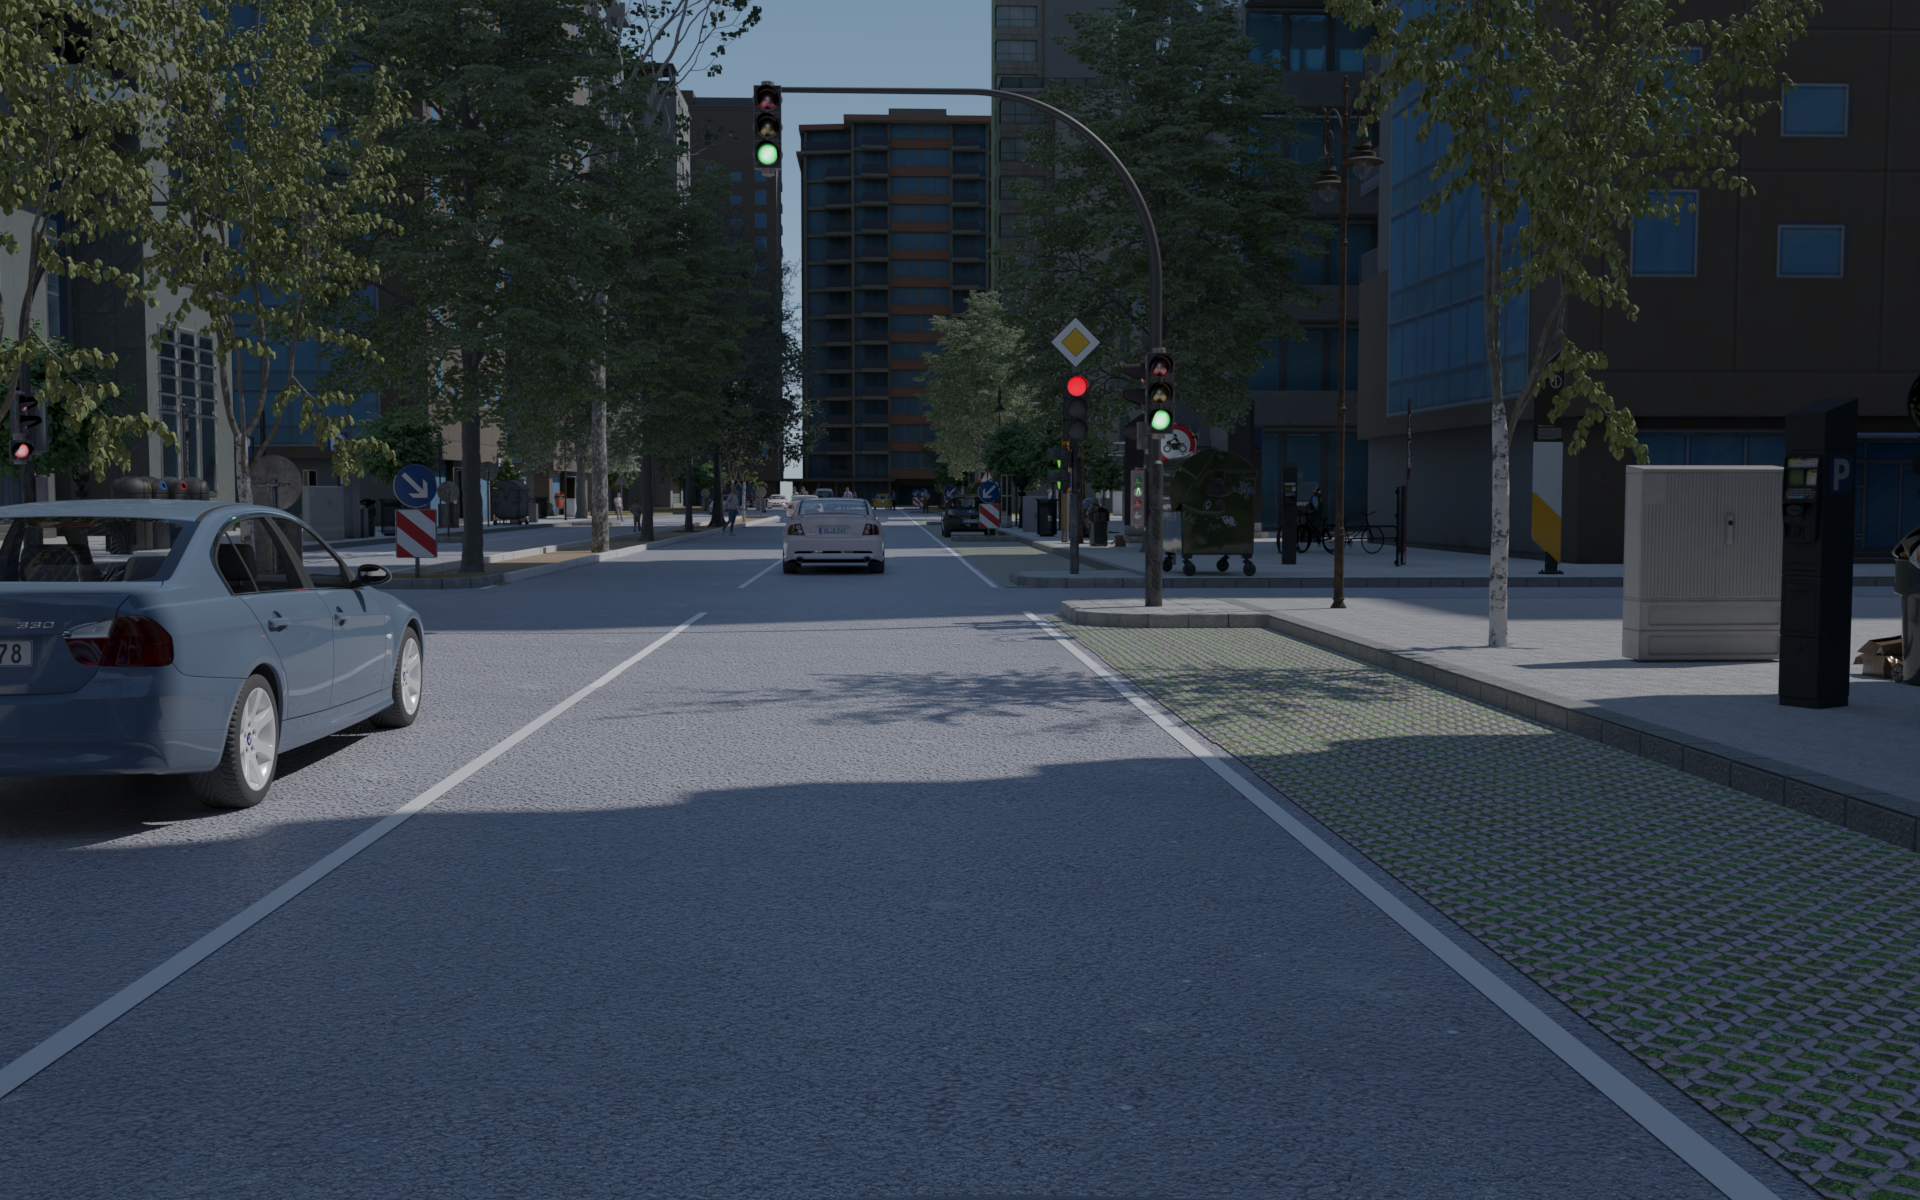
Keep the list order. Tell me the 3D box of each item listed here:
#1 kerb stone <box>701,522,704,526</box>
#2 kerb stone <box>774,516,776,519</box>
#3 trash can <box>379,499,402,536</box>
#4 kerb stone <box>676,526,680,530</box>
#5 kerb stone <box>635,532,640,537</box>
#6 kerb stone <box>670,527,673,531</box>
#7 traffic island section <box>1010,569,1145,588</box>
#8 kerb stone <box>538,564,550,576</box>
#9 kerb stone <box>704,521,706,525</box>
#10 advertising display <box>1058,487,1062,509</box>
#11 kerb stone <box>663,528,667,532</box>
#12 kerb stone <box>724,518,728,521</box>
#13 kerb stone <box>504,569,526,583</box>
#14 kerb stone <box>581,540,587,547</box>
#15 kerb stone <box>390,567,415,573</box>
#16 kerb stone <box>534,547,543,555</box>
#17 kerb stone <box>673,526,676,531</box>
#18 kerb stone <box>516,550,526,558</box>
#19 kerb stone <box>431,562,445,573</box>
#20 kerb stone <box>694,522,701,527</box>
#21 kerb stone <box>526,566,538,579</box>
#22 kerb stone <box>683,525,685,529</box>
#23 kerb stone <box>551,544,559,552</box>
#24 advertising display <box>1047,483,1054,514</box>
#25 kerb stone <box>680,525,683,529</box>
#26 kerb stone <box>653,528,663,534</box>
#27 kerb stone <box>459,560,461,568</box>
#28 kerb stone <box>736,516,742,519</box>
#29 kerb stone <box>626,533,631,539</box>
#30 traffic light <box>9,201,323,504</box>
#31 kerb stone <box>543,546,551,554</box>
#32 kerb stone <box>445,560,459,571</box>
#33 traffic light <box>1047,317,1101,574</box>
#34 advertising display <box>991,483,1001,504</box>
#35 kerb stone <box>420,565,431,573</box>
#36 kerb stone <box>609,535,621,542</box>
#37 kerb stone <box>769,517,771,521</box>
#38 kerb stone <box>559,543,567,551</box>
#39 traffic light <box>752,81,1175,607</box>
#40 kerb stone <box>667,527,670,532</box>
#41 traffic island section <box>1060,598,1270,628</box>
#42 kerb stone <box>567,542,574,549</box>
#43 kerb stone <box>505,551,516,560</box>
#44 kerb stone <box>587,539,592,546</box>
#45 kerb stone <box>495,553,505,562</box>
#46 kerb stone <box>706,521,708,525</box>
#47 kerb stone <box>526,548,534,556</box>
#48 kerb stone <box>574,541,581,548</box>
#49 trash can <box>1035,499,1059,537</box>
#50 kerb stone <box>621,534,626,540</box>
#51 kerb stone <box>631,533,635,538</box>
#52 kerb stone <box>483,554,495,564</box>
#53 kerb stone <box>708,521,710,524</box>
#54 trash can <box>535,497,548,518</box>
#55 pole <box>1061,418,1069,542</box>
[{"bbox_3d":[-11.696,-3.382,77.486,0.120,0.150,1.000,0,4,-3],"label":"kerb stone"},{"bbox_3d":[-10.449,-4.511,95.953,0.120,0.150,1.000,0,4,-3],"label":"kerb stone"},{"bbox_3d":[-17.419,-2.531,53.040,0.748,1.137,0.748,0,3,0],"label":"trash can"},{"bbox_3d":[-11.273,-2.818,68.269,0.120,0.150,1.000,0,4,-3],"label":"kerb stone"},{"bbox_3d":[-10.749,-2.126,56.989,0.120,0.150,1.000,0,4,-3],"label":"kerb stone"},{"bbox_3d":[-11.182,-2.693,66.219,0.120,0.150,1.000,0,4,-3],"label":"kerb stone"},{"bbox_3d":[1.857,-0.337,27.791,2.009,0.180,2.903,0,4,-3],"label":"traffic island section"},{"bbox_3d":[-7.424,-0.505,30.473,0.120,0.150,1.000,0,4,-3],"label":"kerb stone"},{"bbox_3d":[-11.744,-3.444,78.512,0.120,0.150,1.000,0,4,-3],"label":"kerb stone"},{"bbox_3d":[4.598,-4.547,79.564,0.123,1.923,0.974,0,4,-1],"label":"advertising display"},{"bbox_3d":[-11.077,-2.564,64.163,0.120,0.150,1.000,0,4,-3],"label":"kerb stone"},{"bbox_3d":[-12.408,-4.320,92.834,0.120,0.150,1.000,0,4,-3],"label":"kerb stone"},{"bbox_3d":[-7.324,-0.381,28.431,0.120,0.150,1.000,0,4,-3],"label":"kerb stone"},{"bbox_3d":[-10.285,-1.498,46.761,0.120,0.150,1.000,0,4,-3],"label":"kerb stone"},{"bbox_3d":[-9.480,-0.436,29.339,0.120,0.150,1.000,0,4,-3],"label":"kerb stone"},{"bbox_3d":[-9.997,-1.126,40.608,0.120,0.150,1.000,0,4,-3],"label":"kerb stone"},{"bbox_3d":[-11.226,-2.756,67.248,0.120,0.150,1.000,0,4,-3],"label":"kerb stone"},{"bbox_3d":[-9.893,-1.001,38.567,0.120,0.150,1.000,0,4,-3],"label":"kerb stone"},{"bbox_3d":[-9.569,-0.563,31.402,0.120,0.150,1.000,0,4,-3],"label":"kerb stone"},{"bbox_3d":[-11.643,-3.319,76.463,0.120,0.150,1.000,0,4,-3],"label":"kerb stone"},{"bbox_3d":[-7.384,-0.444,29.452,0.120,0.150,1.000,0,4,-3],"label":"kerb stone"},{"bbox_3d":[-11.367,-2.936,70.323,0.120,0.150,1.000,0,4,-3],"label":"kerb stone"},{"bbox_3d":[-10.088,-1.252,42.658,0.120,0.150,1.000,0,4,-3],"label":"kerb stone"},{"bbox_3d":[5.260,-5.837,100.643,0.123,1.923,0.974,-1,4,-15],"label":"advertising display"},{"bbox_3d":[-11.316,-2.880,69.291,0.120,0.150,1.000,0,4,-3],"label":"kerb stone"},{"bbox_3d":[-11.029,-2.504,63.139,0.120,0.150,1.000,0,4,-3],"label":"kerb stone"},{"bbox_3d":[-9.659,-0.688,33.448,0.120,0.150,1.000,0,4,-3],"label":"kerb stone"},{"bbox_3d":[-12.739,-4.759,100.003,0.120,0.150,1.000,0,4,-3],"label":"kerb stone"},{"bbox_3d":[-10.659,-2.001,54.947,0.120,0.150,1.000,0,4,-3],"label":"kerb stone"},{"bbox_3d":[-12.391,-3.203,27.041,4.771,5.953,1.251,0,4,-3],"label":"traffic light"},{"bbox_3d":[-10.039,-1.189,41.632,0.120,0.150,1.000,0,4,-3],"label":"kerb stone"},{"bbox_3d":[-9.614,-0.626,32.423,0.120,0.150,1.000,0,4,-3],"label":"kerb stone"},{"bbox_3d":[1.817,-2.370,27.676,0.839,4.253,0.868,0,4,-3],"label":"traffic light"},{"bbox_3d":[1.840,-4.505,78.866,0.974,1.923,0.123,2,4,34],"label":"advertising display"},{"bbox_3d":[-9.522,-0.500,30.373,0.120,0.150,1.000,0,4,-3],"label":"kerb stone"},{"bbox_3d":[-10.564,-1.875,52.901,0.120,0.150,1.000,0,4,-3],"label":"kerb stone"},{"bbox_3d":[-10.260,-4.261,91.861,0.120,0.150,1.000,0,4,-3],"label":"kerb stone"},{"bbox_3d":[-10.135,-1.314,43.680,0.120,0.150,1.000,0,4,-3],"label":"kerb stone"},{"bbox_3d":[0.099,-2.740,19.462,4.771,5.953,1.251,0,4,-3],"label":"traffic light"},{"bbox_3d":[-11.127,-2.629,65.186,0.120,0.150,1.000,0,4,-3],"label":"kerb stone"},{"bbox_3d":[2.226,0.151,19.815,2.009,0.180,2.903,0,4,-3],"label":"traffic island section"},{"bbox_3d":[-10.180,-1.373,44.701,0.120,0.150,1.000,0,4,-3],"label":"kerb stone"},{"bbox_3d":[-9.849,-0.939,37.545,0.120,0.150,1.000,0,4,-3],"label":"kerb stone"},{"bbox_3d":[-10.320,-1.565,47.788,0.120,0.150,1.000,0,4,-3],"label":"kerb stone"},{"bbox_3d":[-9.809,-0.876,36.524,0.120,0.150,1.000,0,4,-3],"label":"kerb stone"},{"bbox_3d":[-11.789,-3.507,79.533,0.120,0.150,1.000,0,4,-3],"label":"kerb stone"},{"bbox_3d":[-9.946,-1.064,39.587,0.120,0.150,1.000,0,4,-3],"label":"kerb stone"},{"bbox_3d":[-10.227,-1.439,45.728,0.120,0.150,1.000,0,4,-3],"label":"kerb stone"},{"bbox_3d":[2.624,-2.480,52.199,0.748,1.137,0.748,0,3,0],"label":"trash can"},{"bbox_3d":[-10.608,-1.941,53.924,0.120,0.150,1.000,0,4,-3],"label":"kerb stone"},{"bbox_3d":[-10.703,-2.066,55.968,0.120,0.150,1.000,0,4,-3],"label":"kerb stone"},{"bbox_3d":[-9.759,-0.812,35.503,0.120,0.150,1.000,0,4,-3],"label":"kerb stone"},{"bbox_3d":[-11.831,-3.560,80.566,0.120,0.150,1.000,0,4,-3],"label":"kerb stone"},{"bbox_3d":[-22.057,-4.868,91.241,0.748,1.137,0.748,0,3,0],"label":"trash can"},{"bbox_3d":[2.790,-3.183,45.887,0.158,3.312,0.155,0,3,0],"label":"pole"}]
